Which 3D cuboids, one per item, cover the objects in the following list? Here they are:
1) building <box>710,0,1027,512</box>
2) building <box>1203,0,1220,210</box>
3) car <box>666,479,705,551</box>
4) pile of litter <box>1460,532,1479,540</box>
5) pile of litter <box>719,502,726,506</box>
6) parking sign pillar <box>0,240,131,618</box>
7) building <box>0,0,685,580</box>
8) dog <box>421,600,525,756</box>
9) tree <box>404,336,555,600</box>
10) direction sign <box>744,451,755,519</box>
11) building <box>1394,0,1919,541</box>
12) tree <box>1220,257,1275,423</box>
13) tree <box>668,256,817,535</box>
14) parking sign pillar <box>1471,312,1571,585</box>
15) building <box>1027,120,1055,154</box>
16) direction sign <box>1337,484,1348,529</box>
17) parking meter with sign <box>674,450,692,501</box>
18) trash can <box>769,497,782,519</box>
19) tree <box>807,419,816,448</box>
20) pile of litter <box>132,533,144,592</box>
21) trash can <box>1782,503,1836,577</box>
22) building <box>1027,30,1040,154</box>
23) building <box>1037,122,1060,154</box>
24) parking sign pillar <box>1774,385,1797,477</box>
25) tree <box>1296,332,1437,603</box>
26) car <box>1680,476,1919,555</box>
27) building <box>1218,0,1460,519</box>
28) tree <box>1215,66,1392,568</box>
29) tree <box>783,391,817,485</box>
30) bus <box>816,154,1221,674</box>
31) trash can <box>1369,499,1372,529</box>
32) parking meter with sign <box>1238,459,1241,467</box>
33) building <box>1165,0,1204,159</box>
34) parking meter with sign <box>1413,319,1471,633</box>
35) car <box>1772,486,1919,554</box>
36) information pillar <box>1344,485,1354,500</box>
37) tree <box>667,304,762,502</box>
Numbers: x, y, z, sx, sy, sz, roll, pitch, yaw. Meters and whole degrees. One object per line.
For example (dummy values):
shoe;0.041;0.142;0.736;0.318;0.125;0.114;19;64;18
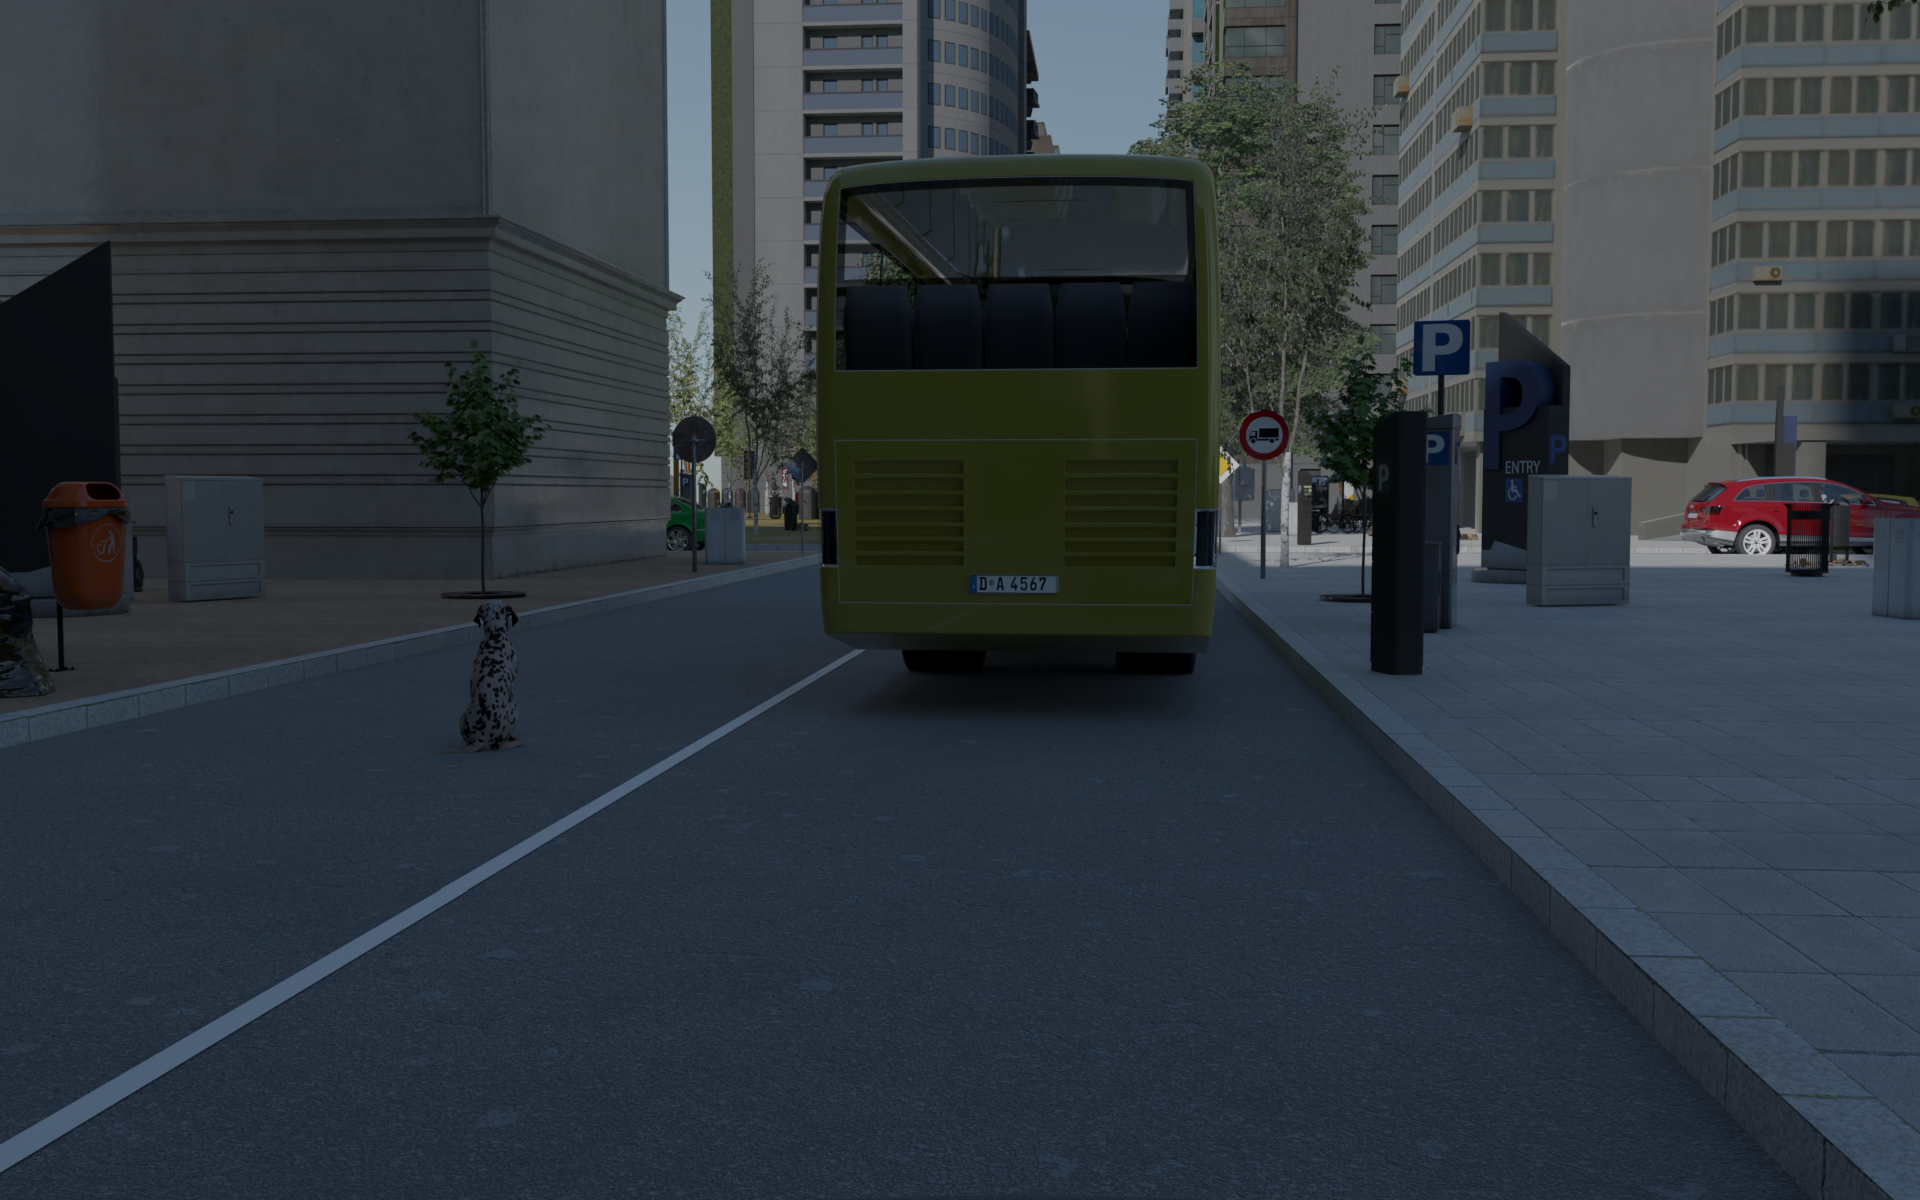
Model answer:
building;-6.116;-36.221;134.211;21.231;58.520;28.212;0;4;5
building;26.383;-42.130;127.076;20.563;71.187;20.611;0;4;5
car;-8.001;-2.047;42.259;4.718;1.807;1.959;0;4;5
pile of litter;14.016;-2.134;48.849;1.176;0.858;1.719;0;4;8
pile of litter;-13.397;-5.126;97.781;1.719;0.858;1.176;0;4;-3
parking sign pillar;-9.692;-1.834;18.451;1.447;3.967;1.447;-1;4;-19
building;-16.212;-11.919;31.032;21.152;22.565;11.583;0;4;5
dog;-2.751;0.432;9.773;0.513;0.831;0.800;2;4;35
tree;-6.071;-1.644;21.477;1.663;3.219;1.824;0;3;0
direction sign;-11.002;-6.027;90.539;0.379;3.537;0.876;2;4;32
building;28.660;-22.521;60.106;23.993;40.220;32.217;0;4;5
tree;9.081;-8.769;69.135;9.928;11.665;9.643;0;3;0
tree;-6.191;-6.315;53.609;4.360;8.622;3.978;0;3;0
parking sign pillar;8.202;-2.242;25.132;1.447;3.967;1.447;-2;4;-26
building;4.446;-34.356;211.831;14.600;45.320;14.200;0;4;5
direction sign;14.119;-4.393;63.822;0.379;3.537;0.876;-1;4;-13
parking meter with sign;-9.616;-3.981;61.344;0.543;3.016;1.738;0;4;7
trash can;-9.547;-4.762;89.512;0.748;1.137;0.748;0;3;0
tree;-1.292;-9.283;68.790;9.611;12.733;9.660;0;3;0
pile of litter;-11.334;-0.542;22.819;1.176;0.858;1.719;0;4;-7
trash can;13.189;-0.935;26.944;0.748;1.137;0.748;0;3;0
building;-3.956;-31.098;163.081;22.147;44.769;28.867;0;4;5
building;2.769;-37.082;229.987;21.300;48.544;21.600;0;4;5
parking sign pillar;20.658;-3.361;43.432;1.447;3.967;1.447;2;4;23
tree;4.797;-1.609;20.905;1.663;3.219;1.824;0;3;0
car;18.671;-1.794;38.002;5.304;1.827;2.281;0;4;4
building;21.159;-19.798;95.402;14.160;30.474;14.107;0;4;5
tree;5.588;-4.885;30.232;4.360;8.622;3.978;0;3;0
tree;-10.089;-10.198;117.107;4.737;8.622;4.395;0;3;0
bus;1.067;-1.541;16.734;2.896;3.916;12.252;0;4;7
trash can;13.353;-2.652;55.015;0.748;1.137;0.748;0;3;0
parking meter with sign;12.982;-5.471;85.714;1.738;3.016;0.543;1;4;16
building;29.375;-32.628;153.068;23.786;49.044;30.456;0;4;5
parking meter with sign;4.549;-1.250;16.694;0.543;3.016;1.738;1;4;20
car;20.351;-1.828;40.108;3.980;1.641;2.015;0;4;7
information pillar;19.214;-5.761;85.553;0.504;3.616;0.183;3;5;39
tree;-10.258;-7.103;66.490;4.737;8.622;4.395;0;3;0
